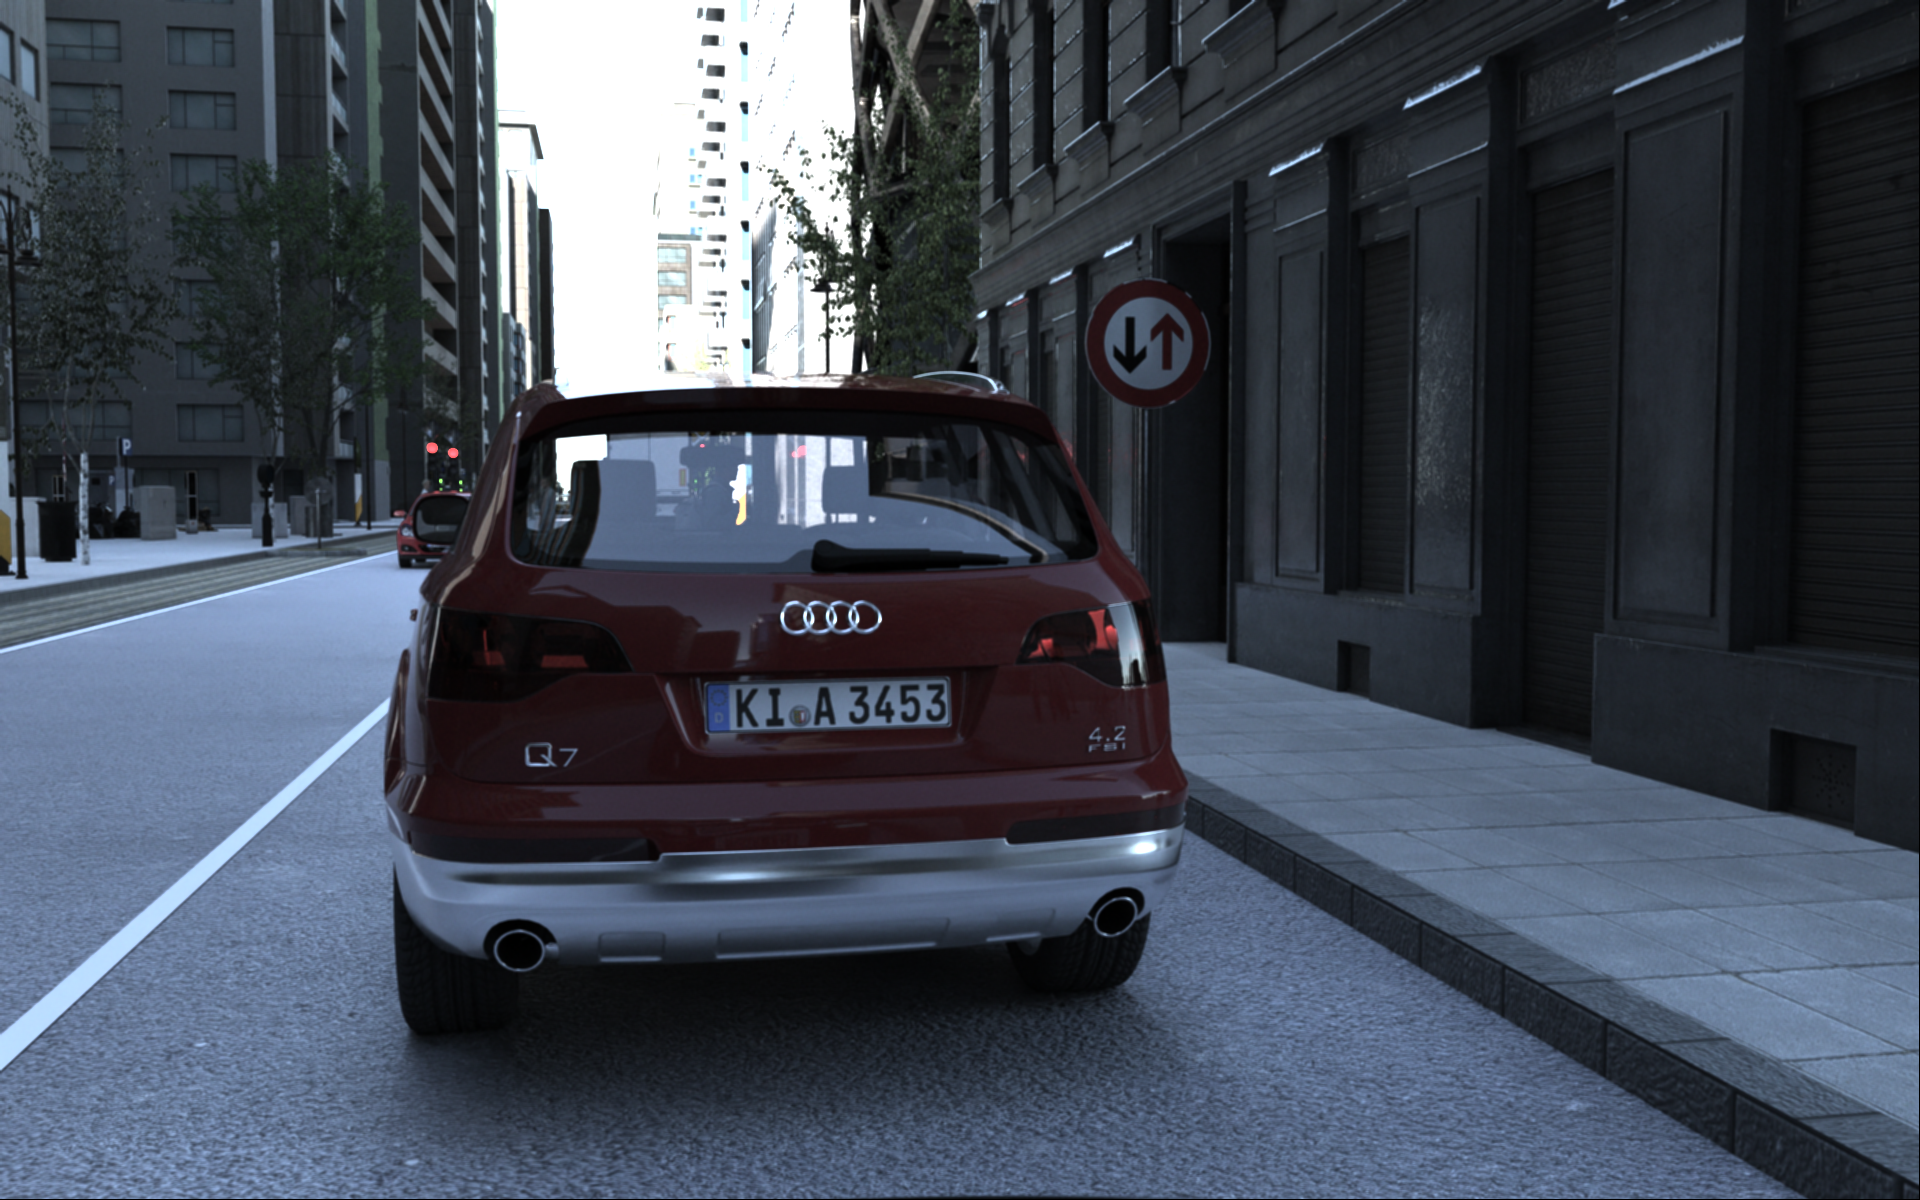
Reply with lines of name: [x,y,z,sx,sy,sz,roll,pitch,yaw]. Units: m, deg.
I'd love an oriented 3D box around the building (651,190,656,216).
building: [-37.180,-43.034,292.848,28.713,52.752,27.495,-1,4,-11]

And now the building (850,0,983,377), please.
building: [5.841,-10.472,38.665,16.820,18.784,16.811,-1,4,-11]

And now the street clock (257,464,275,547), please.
street clock: [-16.920,-2.305,42.264,0.358,2.002,0.471,0,4,2]

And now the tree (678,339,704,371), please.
tree: [-11.730,-8.017,81.444,4.737,8.622,4.395,0,3,0]

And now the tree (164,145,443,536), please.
tree: [-19.705,-7.776,52.899,9.928,11.665,9.643,0,3,0]

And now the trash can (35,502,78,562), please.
trash can: [-17.150,-1.301,32.925,0.748,1.137,0.748,0,3,0]

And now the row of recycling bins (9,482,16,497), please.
row of recycling bins: [-26.214,-2.320,45.044,1.069,1.692,3.534,1,4,19]

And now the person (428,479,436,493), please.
person: [-15.180,-2.502,49.210,0.447,1.846,0.655,1,4,9]

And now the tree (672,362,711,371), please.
tree: [-14.743,-8.830,94.727,4.360,8.622,3.978,0,3,0]

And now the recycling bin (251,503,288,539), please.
recycling bin: [-20.065,-2.311,50.334,0.722,1.027,0.722,2,4,29]

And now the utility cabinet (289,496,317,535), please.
utility cabinet: [-20.691,-2.673,54.862,0.306,1.237,1.020,2,4,35]

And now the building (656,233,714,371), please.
building: [-26.919,-25.855,194.425,14.160,30.474,14.107,-1,4,-11]

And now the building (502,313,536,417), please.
building: [-60.582,-20.895,186.668,27.650,21.520,28.899,-1,4,-11]

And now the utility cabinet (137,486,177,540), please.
utility cabinet: [-22.318,-2.419,48.228,0.318,1.500,1.173,1,4,10]

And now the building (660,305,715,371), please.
building: [-15.951,-20.178,174.957,27.650,21.520,28.899,-1,4,-11]

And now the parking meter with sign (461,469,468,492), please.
parking meter with sign: [-33.916,-7.474,118.453,0.543,3.016,1.738,-2,4,-24]

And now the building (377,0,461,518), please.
building: [-41.437,-29.178,100.763,21.300,48.544,21.600,-1,4,-11]

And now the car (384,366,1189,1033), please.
car: [-0.851,0.145,6.307,2.281,1.827,5.304,-1,4,-13]

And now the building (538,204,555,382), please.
building: [-68.499,-37.403,261.652,14.600,45.320,14.200,-1,4,-11]

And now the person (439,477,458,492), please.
person: [-14.470,-2.529,49.213,0.648,1.900,0.474,-2,4,-25]

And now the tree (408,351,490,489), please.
tree: [-26.509,-8.491,89.189,4.360,8.622,3.978,0,3,0]

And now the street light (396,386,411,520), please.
street light: [-23.155,-6.079,72.184,0.468,5.910,1.993,-1,4,-11]

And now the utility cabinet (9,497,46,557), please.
utility cabinet: [-19.190,-1.478,35.325,1.020,1.237,0.306,0,4,2]

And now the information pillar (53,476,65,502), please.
information pillar: [-36.007,-3.960,69.230,0.304,2.012,0.304,2,4,34]

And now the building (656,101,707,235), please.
building: [-26.074,-35.993,212.188,21.300,48.544,21.600,-1,4,-11]

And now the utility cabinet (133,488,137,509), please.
utility cabinet: [-27.194,-3.040,58.387,1.173,1.500,0.318,0,4,0]

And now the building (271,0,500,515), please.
building: [-41.756,-27.215,128.563,14.154,41.232,14.086,-1,4,-11]

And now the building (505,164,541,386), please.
building: [-58.029,-32.099,208.411,14.154,41.232,14.086,-1,4,-11]

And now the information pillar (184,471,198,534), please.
information pillar: [-24.788,-3.140,55.838,0.304,2.012,0.304,-3,5,-41]

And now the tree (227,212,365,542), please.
tree: [-18.092,-5.822,45.547,4.360,8.622,3.978,0,3,0]

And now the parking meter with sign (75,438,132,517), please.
parking meter with sign: [-26.810,-3.539,54.124,1.738,3.016,0.543,0,4,7]

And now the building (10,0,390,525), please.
building: [-33.708,-24.013,76.207,14.154,41.232,14.086,-1,4,-11]

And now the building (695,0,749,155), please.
building: [-6.362,-30.468,117.763,23.786,49.044,30.456,-1,4,-11]

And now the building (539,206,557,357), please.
building: [-77.510,-40.544,282.497,23.786,49.044,30.456,-1,4,-11]

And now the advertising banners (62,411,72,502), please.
advertising banners: [-19.414,-2.536,37.656,0.090,3.025,2.074,-2,4,-24]

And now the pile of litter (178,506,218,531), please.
pile of litter: [-26.365,-2.812,59.947,1.176,0.858,1.719,-3,5,-41]

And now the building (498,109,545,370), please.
building: [-72.192,-39.737,238.937,28.713,52.752,27.495,-1,4,-11]

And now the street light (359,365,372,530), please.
street light: [-21.204,-5.455,61.975,0.468,5.910,1.993,-1,4,-11]

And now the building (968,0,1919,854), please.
building: [6.472,-10.107,14.396,9.793,20.994,18.267,-1,4,-11]

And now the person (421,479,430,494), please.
person: [-14.840,-2.427,48.055,0.818,1.842,0.514,-2,4,-30]

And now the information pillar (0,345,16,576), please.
information pillar: [-15.101,-2.184,27.060,0.183,3.616,0.504,2,4,25]

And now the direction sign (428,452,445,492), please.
direction sign: [-28.255,-6.210,93.523,0.876,3.537,0.379,-2,4,-32]

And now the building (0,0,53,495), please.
building: [-42.056,-27.832,44.285,27.495,52.752,28.713,-1,4,-11]

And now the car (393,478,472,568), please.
car: [-10.328,-1.600,35.193,2.155,1.783,4.494,-1,4,-11]

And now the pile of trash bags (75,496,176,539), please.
pile of trash bags: [-24.496,-2.500,50.627,1.912,1.369,3.447,2,4,28]

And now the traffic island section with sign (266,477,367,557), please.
traffic island section with sign: [-14.808,-1.916,39.962,1.989,1.847,2.006,-1,4,-11]

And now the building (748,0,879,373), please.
building: [-0.103,-14.577,56.357,12.078,24.808,19.932,-1,4,-11]

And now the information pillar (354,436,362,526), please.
information pillar: [-24.536,-4.846,70.586,0.183,3.616,0.504,0,4,4]

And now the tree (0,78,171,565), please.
tree: [-15.871,-4.949,31.281,4.360,8.622,3.978,0,3,0]

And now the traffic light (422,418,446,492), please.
traffic light: [-19.460,-4.597,64.087,0.839,4.253,0.868,-1,4,-11]

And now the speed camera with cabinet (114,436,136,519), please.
speed camera with cabinet: [-28.412,-3.943,58.808,0.660,3.252,2.038,-1,4,-20]

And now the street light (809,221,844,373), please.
street light: [-2.252,-3.471,29.532,0.468,5.910,1.993,-1,4,-11]

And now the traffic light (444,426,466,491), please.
traffic light: [-20.982,-5.077,71.926,0.839,4.253,0.868,-1,4,-11]

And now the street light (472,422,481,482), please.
street light: [-30.096,-8.259,107.829,0.468,5.910,1.993,-1,4,-11]

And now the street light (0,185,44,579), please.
street light: [-14.211,-3.258,26.055,0.468,5.910,1.993,-1,4,-11]

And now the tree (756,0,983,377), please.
tree: [-0.518,-4.601,25.591,4.737,8.622,4.395,0,3,0]

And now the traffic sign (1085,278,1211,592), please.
traffic sign: [1.104,-0.625,10.320,0.768,2.556,0.104,-1,4,-10]
